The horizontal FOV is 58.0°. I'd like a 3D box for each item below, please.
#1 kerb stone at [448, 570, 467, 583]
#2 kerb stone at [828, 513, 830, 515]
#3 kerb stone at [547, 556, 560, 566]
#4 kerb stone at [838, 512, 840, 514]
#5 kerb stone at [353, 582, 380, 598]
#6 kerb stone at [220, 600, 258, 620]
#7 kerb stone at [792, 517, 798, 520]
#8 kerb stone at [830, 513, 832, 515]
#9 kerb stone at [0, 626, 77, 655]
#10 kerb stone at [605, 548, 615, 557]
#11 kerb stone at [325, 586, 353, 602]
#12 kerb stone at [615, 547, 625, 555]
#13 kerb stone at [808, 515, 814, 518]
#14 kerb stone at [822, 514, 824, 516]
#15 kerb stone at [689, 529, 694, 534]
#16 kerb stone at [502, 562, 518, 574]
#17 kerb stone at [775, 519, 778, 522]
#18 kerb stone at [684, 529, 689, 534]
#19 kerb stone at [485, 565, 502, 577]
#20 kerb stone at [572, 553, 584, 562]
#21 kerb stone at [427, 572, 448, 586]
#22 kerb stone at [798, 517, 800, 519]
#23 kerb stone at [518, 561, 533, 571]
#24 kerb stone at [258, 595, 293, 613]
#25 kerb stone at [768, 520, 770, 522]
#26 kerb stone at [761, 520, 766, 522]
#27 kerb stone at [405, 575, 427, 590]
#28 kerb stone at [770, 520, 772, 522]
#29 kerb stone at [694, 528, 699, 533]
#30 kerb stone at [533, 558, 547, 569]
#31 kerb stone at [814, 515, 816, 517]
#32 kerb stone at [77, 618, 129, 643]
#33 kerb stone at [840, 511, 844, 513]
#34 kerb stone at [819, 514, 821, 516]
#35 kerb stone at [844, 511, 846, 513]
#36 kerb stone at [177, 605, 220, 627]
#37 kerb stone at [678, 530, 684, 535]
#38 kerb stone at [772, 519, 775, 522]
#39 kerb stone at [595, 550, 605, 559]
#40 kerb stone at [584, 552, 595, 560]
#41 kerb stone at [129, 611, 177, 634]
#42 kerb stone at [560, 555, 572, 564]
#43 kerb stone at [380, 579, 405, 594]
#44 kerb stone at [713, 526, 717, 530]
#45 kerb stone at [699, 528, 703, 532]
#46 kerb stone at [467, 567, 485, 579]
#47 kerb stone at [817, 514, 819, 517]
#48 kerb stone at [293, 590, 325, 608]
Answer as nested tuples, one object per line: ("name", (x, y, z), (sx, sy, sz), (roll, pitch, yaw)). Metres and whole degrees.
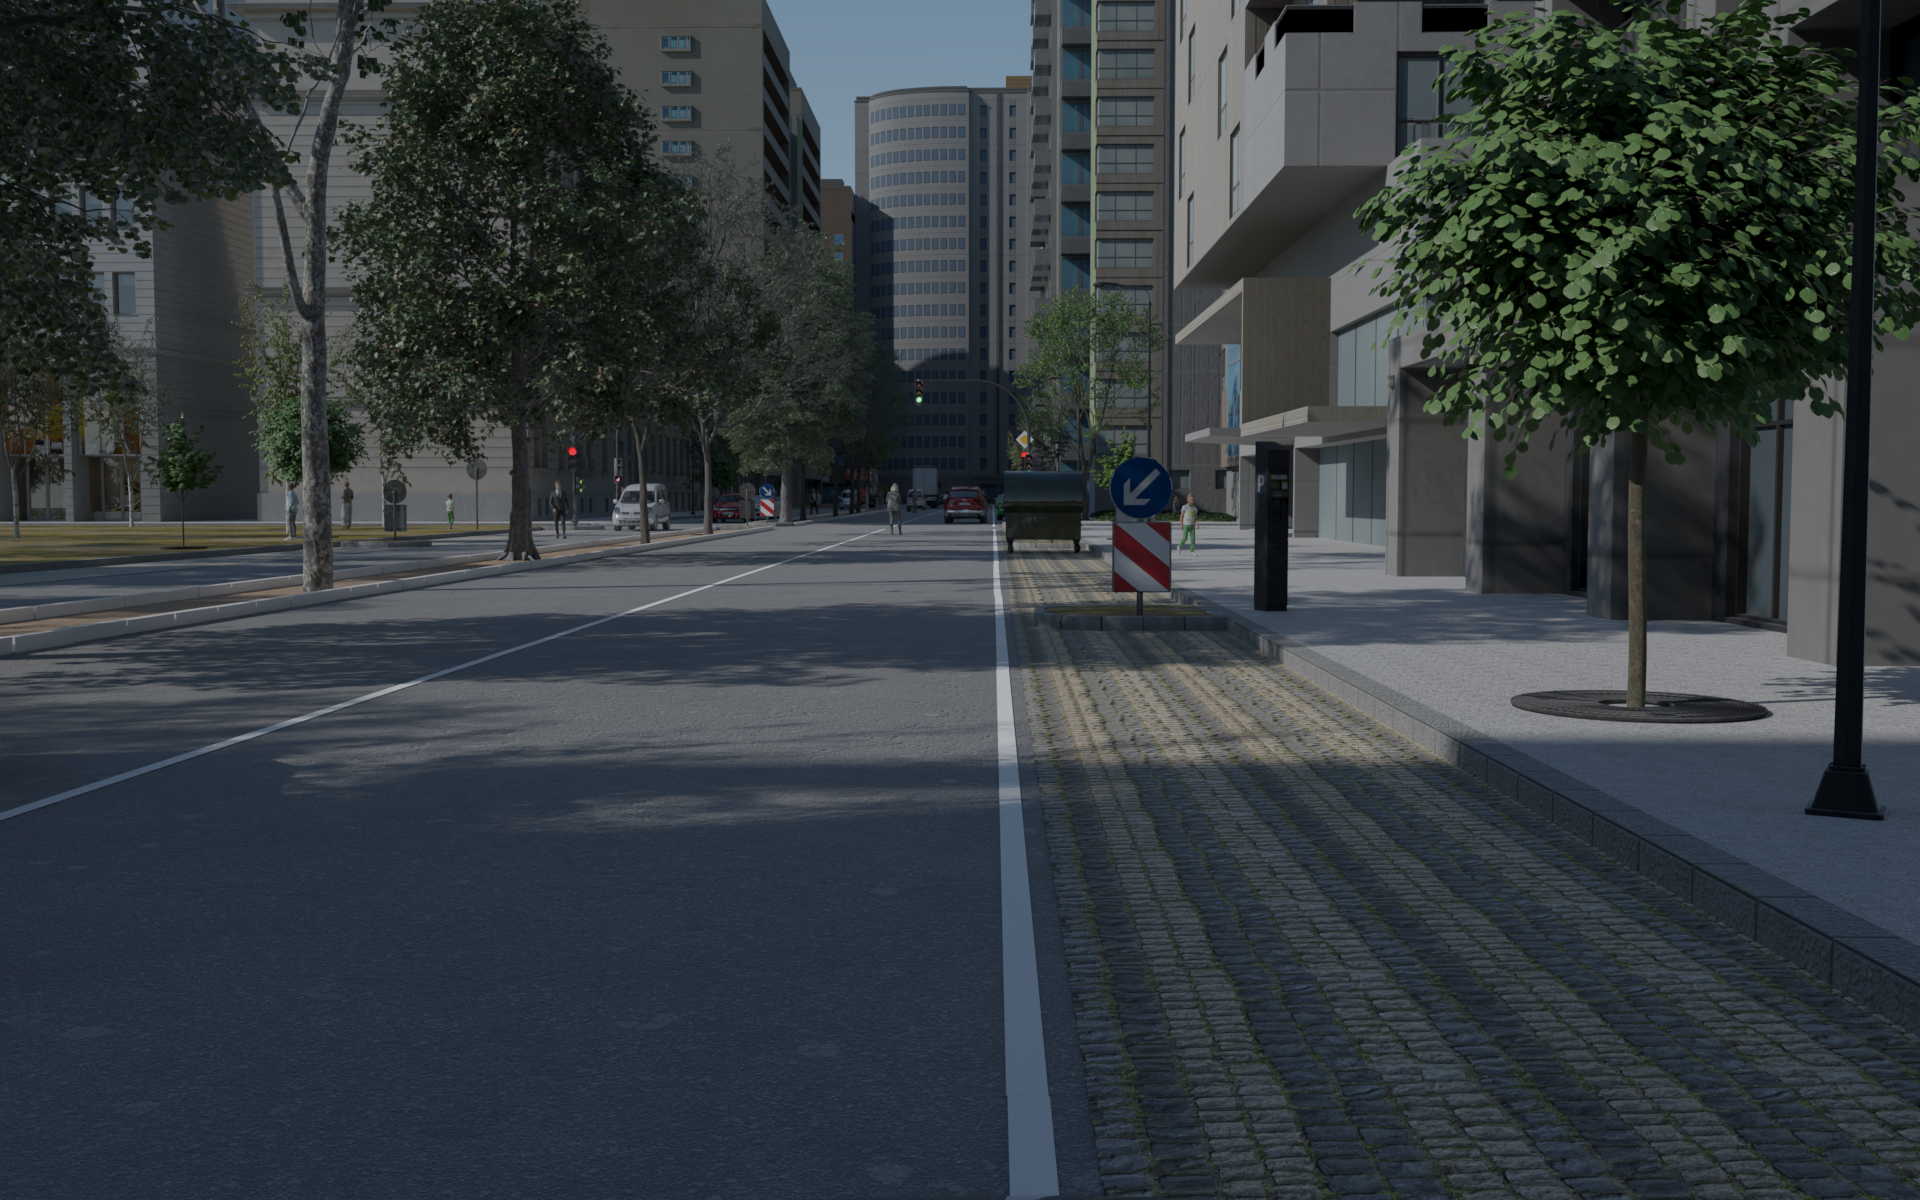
("kerb stone", (-8.337, -0.380, 28.403), (0.120, 0.150, 1.000), (0, 4, 1))
("kerb stone", (-8.820, -5.620, 114.086), (0.120, 0.150, 1.000), (0, 4, 1))
("kerb stone", (-8.221, -0.750, 34.551), (0.120, 0.150, 1.000), (0, 4, 1))
("kerb stone", (-8.689, -6.060, 121.268), (0.120, 0.150, 1.000), (0, 4, 1))
("kerb stone", (-8.415, -0.129, 24.303), (0.120, 0.150, 1.000), (0, 4, 1))
("kerb stone", (-8.488, 0.124, 20.206), (0.120, 0.150, 1.000), (0, 4, 1))
("kerb stone", (-9.182, -4.491, 95.625), (0.120, 0.150, 1.000), (0, 4, 1))
("kerb stone", (-8.812, -5.682, 115.121), (0.120, 0.150, 1.000), (0, 4, 1))
("kerb stone", (-8.563, 0.377, 16.103), (0.120, 0.150, 1.000), (0, 4, 1))
("kerb stone", (-8.125, -1.060, 39.663), (0.120, 0.150, 1.000), (0, 4, 1))
("kerb stone", (-8.437, -0.066, 23.281), (0.120, 0.150, 1.000), (0, 4, 1))
("kerb stone", (-8.106, -1.131, 40.687), (0.120, 0.150, 1.000), (0, 4, 1))
("kerb stone", (-9.026, -4.991, 103.818), (0.120, 0.150, 1.000), (0, 4, 1))
("kerb stone", (-8.908, -5.367, 109.968), (0.120, 0.150, 1.000), (0, 4, 1))
("kerb stone", (-9.806, -2.447, 62.231), (0.120, 0.150, 1.000), (0, 4, 1))
("kerb stone", (-8.279, -0.566, 31.482), (0.120, 0.150, 1.000), (0, 4, 1))
("kerb stone", (-9.348, -3.926, 86.381), (0.120, 0.150, 1.000), (0, 4, 1))
("kerb stone", (-9.823, -2.378, 61.205), (0.120, 0.150, 1.000), (0, 4, 1))
("kerb stone", (-8.298, -0.505, 30.456), (0.120, 0.150, 1.000), (0, 4, 1))
("kerb stone", (-8.177, -0.876, 36.595), (0.120, 0.150, 1.000), (0, 4, 1))
("kerb stone", (-8.353, -0.317, 27.381), (0.120, 0.150, 1.000), (0, 4, 1))
("kerb stone", (-9.159, -4.554, 96.647), (0.120, 0.150, 1.000), (0, 4, 1))
("kerb stone", (-8.264, -0.631, 32.508), (0.120, 0.150, 1.000), (0, 4, 1))
("kerb stone", (-8.468, 0.059, 21.235), (0.120, 0.150, 1.000), (0, 4, 1))
("kerb stone", (-9.408, -3.733, 83.311), (0.120, 0.150, 1.000), (0, 4, 1))
("kerb stone", (-9.427, -3.675, 82.281), (0.120, 0.150, 1.000), (0, 4, 1))
("kerb stone", (-8.368, -0.254, 26.355), (0.120, 0.150, 1.000), (0, 4, 1))
("kerb stone", (-9.389, -3.801, 84.337), (0.120, 0.150, 1.000), (0, 4, 1))
("kerb stone", (-9.783, -2.511, 63.252), (0.120, 0.150, 1.000), (0, 4, 1))
("kerb stone", (-8.234, -0.686, 33.530), (0.120, 0.150, 1.000), (0, 4, 1))
("kerb stone", (-8.999, -5.055, 104.843), (0.120, 0.150, 1.000), (0, 4, 1))
("kerb stone", (-8.554, 0.310, 17.132), (0.120, 0.150, 1.000), (0, 4, 1))
("kerb stone", (-8.631, -6.241, 124.338), (0.120, 0.150, 1.000), (0, 4, 1))
("kerb stone", (-8.948, -5.239, 107.923), (0.120, 0.150, 1.000), (0, 4, 1))
("kerb stone", (-8.594, -6.373, 126.390), (0.120, 0.150, 1.000), (0, 4, 1))
("kerb stone", (-8.507, 0.184, 19.184), (0.120, 0.150, 1.000), (0, 4, 1))
("kerb stone", (-9.836, -2.323, 60.174), (0.120, 0.150, 1.000), (0, 4, 1))
("kerb stone", (-9.367, -3.863, 85.359), (0.120, 0.150, 1.000), (0, 4, 1))
("kerb stone", (-8.153, -0.998, 38.640), (0.120, 0.150, 1.000), (0, 4, 1))
("kerb stone", (-8.164, -0.943, 37.617), (0.120, 0.150, 1.000), (0, 4, 1))
("kerb stone", (-8.531, 0.249, 18.157), (0.120, 0.150, 1.000), (0, 4, 1))
("kerb stone", (-8.205, -0.818, 35.573), (0.120, 0.150, 1.000), (0, 4, 1))
("kerb stone", (-8.386, -0.192, 25.327), (0.120, 0.150, 1.000), (0, 4, 1))
("kerb stone", (-9.671, -2.886, 69.411), (0.120, 0.150, 1.000), (0, 4, 1))
("kerb stone", (-9.768, -2.574, 64.281), (0.120, 0.150, 1.000), (0, 4, 1))
("kerb stone", (-8.318, -0.442, 29.425), (0.120, 0.150, 1.000), (0, 4, 1))
("kerb stone", (-8.972, -5.181, 106.897), (0.120, 0.150, 1.000), (0, 4, 1))
("kerb stone", (-8.444, -0.004, 22.257), (0.120, 0.150, 1.000), (0, 4, 1))
